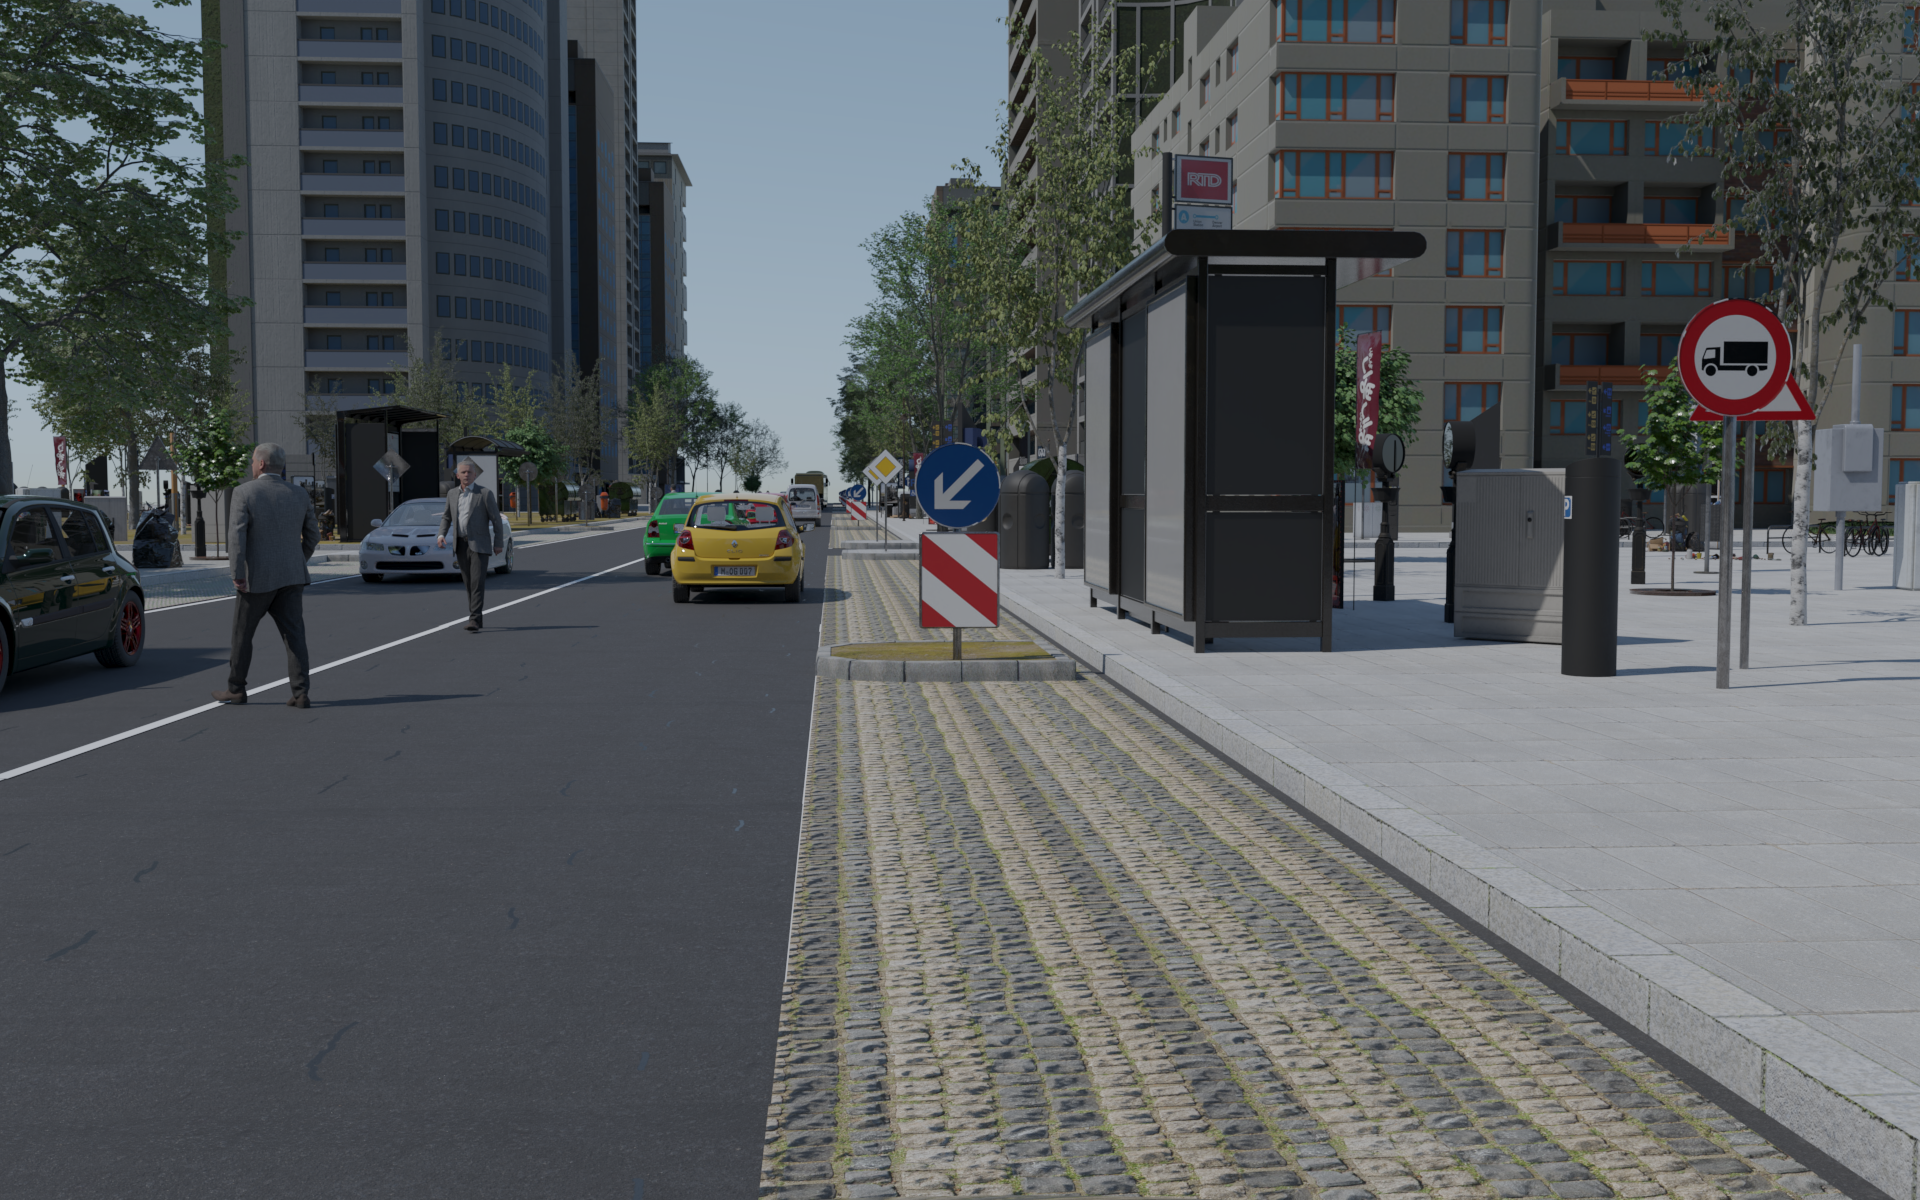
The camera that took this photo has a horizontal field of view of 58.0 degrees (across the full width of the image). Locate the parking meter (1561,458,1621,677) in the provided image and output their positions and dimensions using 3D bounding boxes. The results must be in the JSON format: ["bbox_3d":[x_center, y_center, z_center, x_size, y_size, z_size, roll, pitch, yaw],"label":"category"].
[{"bbox_3d":[4.466,-0.235,12.259,0.372,1.533,0.369,0,3,0],"label":"parking meter"}]

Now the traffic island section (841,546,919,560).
[{"bbox_3d":[-1.635,-1.006,38.726,2.009,0.180,2.903,0,4,-4],"label":"traffic island section"}]

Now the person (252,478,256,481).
[{"bbox_3d":[-12.338,-1.301,30.525,0.760,1.731,0.466,2,4,28],"label":"person"}]

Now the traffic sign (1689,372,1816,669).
[{"bbox_3d":[5.749,-0.772,12.626,0.884,2.594,0.081,0,4,5],"label":"traffic sign"}]

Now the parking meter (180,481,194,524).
[{"bbox_3d":[-32.745,-4.134,73.302,0.399,1.863,0.255,1,4,18],"label":"parking meter"}]

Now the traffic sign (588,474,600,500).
[{"bbox_3d":[-23.197,-6.716,109.910,0.768,2.556,0.104,0,4,0],"label":"traffic sign"}]

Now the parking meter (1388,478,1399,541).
[{"bbox_3d":[11.895,-2.559,47.551,0.255,1.863,0.399,1,4,21],"label":"parking meter"}]

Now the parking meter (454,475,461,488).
[{"bbox_3d":[-15.604,-2.967,54.229,0.399,1.863,0.255,-1,4,-21],"label":"parking meter"}]

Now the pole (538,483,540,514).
[{"bbox_3d":[-27.025,-7.185,111.318,0.158,3.312,0.155,0,3,0],"label":"pole"}]

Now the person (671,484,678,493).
[{"bbox_3d":[-10.293,-3.277,62.357,0.678,1.792,0.850,-2,4,-35],"label":"person"}]

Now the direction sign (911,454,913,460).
[{"bbox_3d":[-2.521,-6.512,98.469,0.379,3.537,0.876,-3,4,-36],"label":"direction sign"}]

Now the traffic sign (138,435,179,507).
[{"bbox_3d":[-17.786,-2.350,38.429,0.884,2.594,0.081,0,4,-3],"label":"traffic sign"}]

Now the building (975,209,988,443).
[{"bbox_3d":[9.364,-24.154,166.611,14.160,30.474,14.107,0,4,-4],"label":"building"}]

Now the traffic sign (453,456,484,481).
[{"bbox_3d":[-13.003,-2.582,45.854,0.795,2.450,0.064,0,4,-4],"label":"traffic sign"}]

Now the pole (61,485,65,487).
[{"bbox_3d":[-58.519,-7.289,113.017,0.158,3.312,0.155,0,3,0],"label":"pole"}]

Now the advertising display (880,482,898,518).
[{"bbox_3d":[-3.853,-5.432,94.030,0.974,1.923,0.123,0,4,-8],"label":"advertising display"}]

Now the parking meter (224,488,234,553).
[{"bbox_3d":[-15.840,-1.796,37.779,0.372,1.533,0.369,0,3,0],"label":"parking meter"}]

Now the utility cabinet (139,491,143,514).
[{"bbox_3d":[-51.966,-6.180,109.722,0.318,1.500,1.173,-1,4,-23],"label":"utility cabinet"}]

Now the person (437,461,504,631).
[{"bbox_3d":[-5.138,-0.563,18.110,0.661,1.777,0.834,0,4,1],"label":"person"}]

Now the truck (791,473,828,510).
[{"bbox_3d":[-13.669,-9.860,157.137,3.469,3.379,9.791,0,4,-5],"label":"truck"}]

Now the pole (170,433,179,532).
[{"bbox_3d":[-26.259,-3.917,57.892,0.158,3.312,0.155,0,3,0],"label":"pole"}]

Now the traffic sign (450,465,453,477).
[{"bbox_3d":[-19.539,-4.132,67.661,0.768,2.556,0.104,0,4,4],"label":"traffic sign"}]

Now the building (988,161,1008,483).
[{"bbox_3d":[10.363,-23.294,152.565,14.160,30.474,14.107,0,4,-4],"label":"building"}]

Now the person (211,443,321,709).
[{"bbox_3d":[-4.717,-0.173,11.734,0.834,1.777,0.661,2,4,32],"label":"person"}]

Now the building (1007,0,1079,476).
[{"bbox_3d":[15.364,-31.238,134.450,21.300,48.544,21.600,0,4,-4],"label":"building"}]

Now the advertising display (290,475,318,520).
[{"bbox_3d":[-22.831,-3.363,60.196,0.123,1.923,0.974,2,4,27],"label":"advertising display"}]

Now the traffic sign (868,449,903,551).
[{"bbox_3d":[-1.658,-2.141,38.647,0.795,2.450,0.064,0,4,-4],"label":"traffic sign"}]

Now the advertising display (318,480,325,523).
[{"bbox_3d":[-29.068,-4.450,77.966,0.974,1.923,0.123,-2,4,-32],"label":"advertising display"}]

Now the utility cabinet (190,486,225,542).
[{"bbox_3d":[-19.562,-2.254,45.530,1.173,1.500,0.318,0,4,2],"label":"utility cabinet"}]

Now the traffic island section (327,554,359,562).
[{"bbox_3d":[-12.448,-0.958,37.950,2.009,0.180,2.903,0,4,-4],"label":"traffic island section"}]

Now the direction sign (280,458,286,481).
[{"bbox_3d":[-39.805,-6.691,101.397,0.379,3.537,0.876,2,4,26],"label":"direction sign"}]

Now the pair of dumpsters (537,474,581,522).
[{"bbox_3d":[-18.653,-4.769,80.471,1.574,2.255,4.437,0,4,-4],"label":"pair of dumpsters"}]

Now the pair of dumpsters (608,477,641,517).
[{"bbox_3d":[-19.403,-5.963,99.994,1.574,2.255,4.437,0,4,-4],"label":"pair of dumpsters"}]

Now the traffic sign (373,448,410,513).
[{"bbox_3d":[-12.425,-2.095,37.890,0.795,2.450,0.064,0,4,-4],"label":"traffic sign"}]

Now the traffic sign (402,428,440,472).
[{"bbox_3d":[-17.206,-3.651,53.564,2.265,3.308,0.079,0,4,4],"label":"traffic sign"}]

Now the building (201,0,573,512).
[{"bbox_3d":[-42.607,-36.095,132.158,21.231,58.520,28.212,0,4,-4],"label":"building"}]

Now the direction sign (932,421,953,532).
[{"bbox_3d":[-0.543,-3.772,53.667,0.876,3.537,0.379,3,5,43],"label":"direction sign"}]

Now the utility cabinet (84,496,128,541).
[{"bbox_3d":[-23.214,-2.196,47.073,1.020,1.237,0.306,-1,4,-20],"label":"utility cabinet"}]

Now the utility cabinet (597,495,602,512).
[{"bbox_3d":[-19.723,-5.110,94.708,0.306,1.237,1.020,-1,4,-12],"label":"utility cabinet"}]

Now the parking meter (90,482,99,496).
[{"bbox_3d":[-42.177,-4.814,84.426,0.399,1.863,0.255,2,4,33],"label":"parking meter"}]

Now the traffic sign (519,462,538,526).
[{"bbox_3d":[-17.165,-4.204,68.846,0.768,2.556,0.104,0,4,5],"label":"traffic sign"}]

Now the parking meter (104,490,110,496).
[{"bbox_3d":[-51.781,-5.912,105.069,0.372,1.533,0.369,0,3,0],"label":"parking meter"}]

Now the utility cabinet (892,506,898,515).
[{"bbox_3d":[-3.567,-5.726,104.786,1.020,1.237,0.306,0,4,3],"label":"utility cabinet"}]

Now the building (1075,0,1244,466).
[{"bbox_3d":[16.895,-41.050,109.420,20.563,71.187,20.611,0,4,-4],"label":"building"}]

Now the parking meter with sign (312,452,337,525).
[{"bbox_3d":[-26.189,-4.672,72.642,1.738,3.016,0.543,-1,4,-15],"label":"parking meter with sign"}]

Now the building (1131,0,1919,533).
[{"bbox_3d":[23.666,-13.831,71.170,28.899,21.520,27.650,0,4,-4],"label":"building"}]

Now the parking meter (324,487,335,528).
[{"bbox_3d":[-23.940,-3.509,65.776,0.372,1.533,0.369,0,3,0],"label":"parking meter"}]

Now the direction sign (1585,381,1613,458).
[{"bbox_3d":[12.881,-2.629,34.980,0.876,3.537,0.379,-3,4,-37],"label":"direction sign"}]

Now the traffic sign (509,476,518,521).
[{"bbox_3d":[-21.399,-5.104,83.560,0.768,2.556,0.104,0,4,1],"label":"traffic sign"}]

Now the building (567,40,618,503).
[{"bbox_3d":[-42.642,-32.112,175.146,14.600,45.320,14.200,0,4,-4],"label":"building"}]

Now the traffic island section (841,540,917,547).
[{"bbox_3d":[-2.212,-1.493,46.690,2.009,0.180,2.903,0,4,-4],"label":"traffic island section"}]

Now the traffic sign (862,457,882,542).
[{"bbox_3d":[-2.235,-2.628,46.611,0.795,2.450,0.064,0,4,-4],"label":"traffic sign"}]

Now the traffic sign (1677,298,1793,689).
[{"bbox_3d":[5.031,-0.688,11.348,0.768,2.556,0.104,0,4,-3],"label":"traffic sign"}]

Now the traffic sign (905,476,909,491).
[{"bbox_3d":[-3.601,-7.450,121.906,0.768,2.556,0.104,0,4,-4],"label":"traffic sign"}]

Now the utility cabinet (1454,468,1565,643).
[{"bbox_3d":[4.886,-0.384,14.963,1.173,1.500,0.318,3,5,42],"label":"utility cabinet"}]

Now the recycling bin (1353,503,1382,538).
[{"bbox_3d":[12.006,-2.345,50.895,0.722,1.027,0.722,0,4,-5],"label":"recycling bin"}]

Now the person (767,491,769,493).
[{"bbox_3d":[-16.970,-8.758,152.370,1.217,1.739,0.721,2,4,32],"label":"person"}]

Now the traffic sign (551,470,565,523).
[{"bbox_3d":[-18.048,-4.731,77.459,0.768,2.556,0.104,0,4,1],"label":"traffic sign"}]

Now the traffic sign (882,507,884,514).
[{"bbox_3d":[-4.880,-6.704,109.721,0.768,2.556,0.104,0,4,4],"label":"traffic sign"}]
